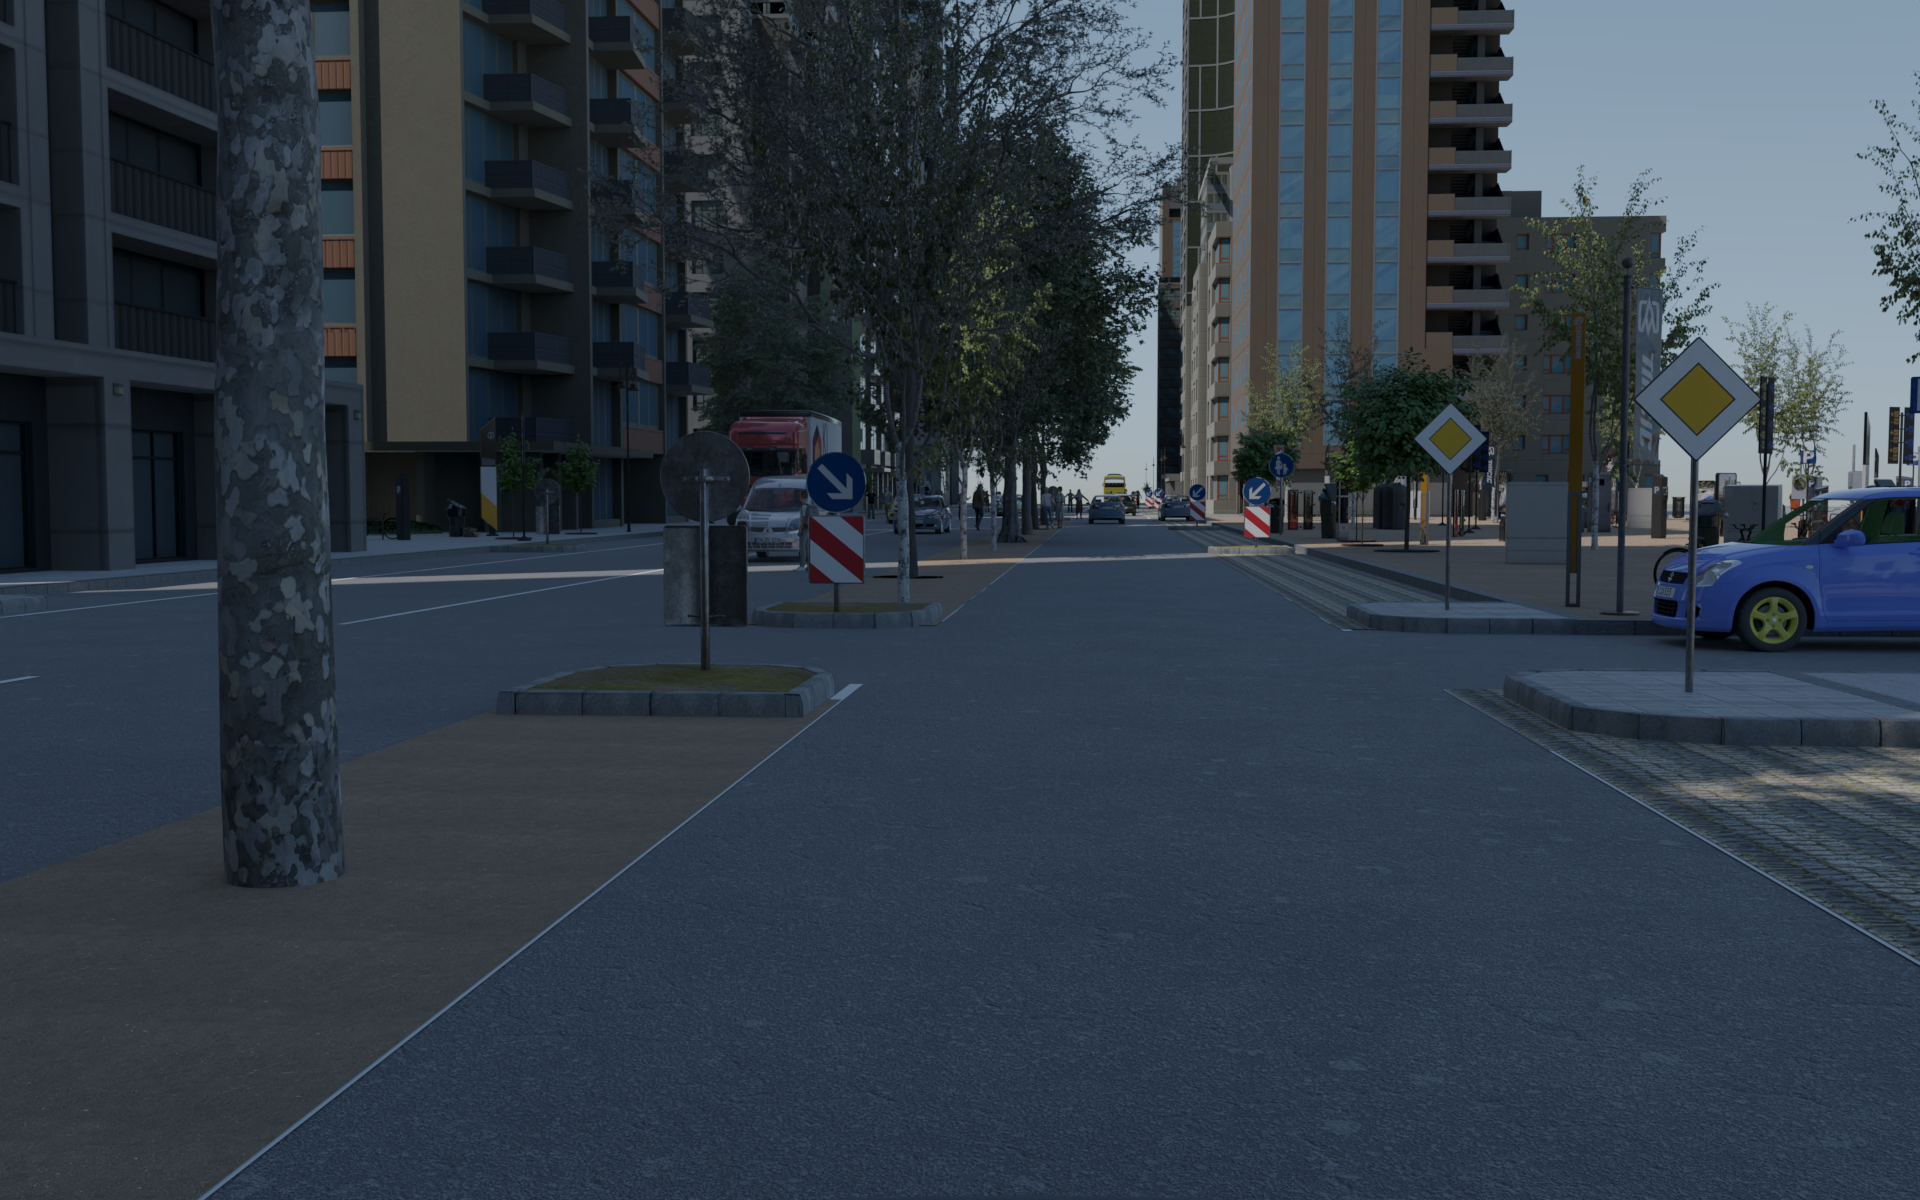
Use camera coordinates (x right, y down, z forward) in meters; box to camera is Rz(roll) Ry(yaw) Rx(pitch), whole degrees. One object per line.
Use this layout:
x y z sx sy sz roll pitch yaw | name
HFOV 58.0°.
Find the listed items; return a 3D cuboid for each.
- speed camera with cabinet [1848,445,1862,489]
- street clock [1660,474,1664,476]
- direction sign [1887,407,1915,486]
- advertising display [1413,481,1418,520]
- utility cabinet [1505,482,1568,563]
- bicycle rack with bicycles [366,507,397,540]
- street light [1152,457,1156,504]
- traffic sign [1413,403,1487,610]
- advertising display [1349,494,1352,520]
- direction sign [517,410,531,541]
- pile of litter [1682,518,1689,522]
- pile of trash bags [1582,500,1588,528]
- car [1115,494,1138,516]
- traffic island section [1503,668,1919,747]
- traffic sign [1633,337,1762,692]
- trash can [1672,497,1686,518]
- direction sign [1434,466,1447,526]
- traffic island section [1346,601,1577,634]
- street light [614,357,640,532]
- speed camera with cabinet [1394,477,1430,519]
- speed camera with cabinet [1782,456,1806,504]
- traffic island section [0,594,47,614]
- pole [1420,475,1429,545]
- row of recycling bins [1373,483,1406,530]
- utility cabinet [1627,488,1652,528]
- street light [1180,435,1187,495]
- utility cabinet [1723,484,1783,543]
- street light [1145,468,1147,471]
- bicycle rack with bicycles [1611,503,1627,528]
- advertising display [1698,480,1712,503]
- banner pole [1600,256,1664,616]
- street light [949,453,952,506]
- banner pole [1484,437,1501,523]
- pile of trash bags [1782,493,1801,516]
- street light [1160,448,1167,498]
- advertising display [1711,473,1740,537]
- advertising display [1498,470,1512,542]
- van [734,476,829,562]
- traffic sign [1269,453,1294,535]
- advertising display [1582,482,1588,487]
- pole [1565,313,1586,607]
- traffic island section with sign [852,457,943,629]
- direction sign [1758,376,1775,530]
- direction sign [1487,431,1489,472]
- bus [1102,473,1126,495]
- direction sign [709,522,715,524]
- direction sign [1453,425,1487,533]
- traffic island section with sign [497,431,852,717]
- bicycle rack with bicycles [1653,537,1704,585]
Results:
35.811 -4.543 68.610 0.660 3.252 2.038 1 4 10 | speed camera with cabinet
25.368 -3.567 62.889 0.358 2.002 0.471 0 4 -3 | street clock
24.466 -3.246 45.075 0.876 3.537 0.379 -1 4 -21 | direction sign
22.692 -4.959 86.298 0.123 1.923 0.974 0 4 8 | advertising display
10.625 -1.411 31.754 1.173 1.500 0.318 1 4 12 | utility cabinet
-17.392 -2.126 48.144 2.925 0.926 2.852 1 4 14 | bicycle rack with bicycles
24.070 -14.844 215.484 0.468 5.910 1.993 0 4 5 | street light
5.393 -0.946 19.117 0.795 2.450 0.064 0 4 5 | traffic sign
19.522 -5.002 87.003 0.123 1.923 0.974 3 4 39 | advertising display
-11.944 -3.387 47.369 0.379 3.537 0.876 -1 4 -9 | direction sign
33.869 -3.971 78.885 1.719 0.858 1.176 3 5 41 | pile of litter
22.084 -3.420 65.666 3.447 1.369 1.912 -1 4 -11 | pile of trash bags
10.766 -6.399 114.410 2.009 1.686 4.222 0 4 5 | car
4.745 0.676 11.235 2.009 0.180 2.903 0 4 5 | traffic island section
4.721 -0.460 11.160 0.795 2.450 0.064 0 4 5 | traffic sign
38.137 -4.910 91.934 0.748 1.137 0.748 0 3 0 | trash can
19.672 -4.802 70.517 0.876 3.537 0.379 0 4 4 | direction sign
5.417 0.189 19.192 2.009 0.180 2.903 0 4 5 | traffic island section
-11.204 -5.238 58.426 0.468 5.910 1.993 0 4 5 | street light
23.382 -5.826 89.586 0.660 3.252 2.038 -2 4 -30 | speed camera with cabinet
38.044 -5.240 80.006 2.038 3.252 0.660 2 4 29 | speed camera with cabinet
-12.411 0.097 20.697 2.009 0.180 2.903 0 4 5 | traffic island section
11.762 -3.055 43.789 0.158 3.312 0.155 0 3 0 | pole
15.805 -3.467 63.793 1.069 1.692 3.534 0 4 6 | row of recycling bins
25.261 -3.377 63.894 1.173 1.500 0.318 1 4 9 | utility cabinet
17.037 -9.762 132.390 0.468 5.910 1.993 0 4 5 | street light
18.285 -1.913 39.959 1.173 1.500 0.318 3 5 42 | utility cabinet
27.141 -17.113 252.580 0.468 5.910 1.993 0 4 5 | street light
26.049 -3.301 67.353 2.925 0.926 2.852 -1 4 -10 | bicycle rack with bicycles
34.927 -4.656 81.340 0.974 1.923 0.123 2 4 33 | advertising display
7.220 -1.740 18.465 0.863 3.779 0.401 -2 4 -34 | banner pole
-0.910 -12.704 180.500 0.468 5.910 1.993 0 4 5 | street light
23.580 -5.297 76.620 0.863 3.779 0.401 0 4 5 | banner pole
42.453 -4.939 90.505 3.447 1.369 1.912 -1 4 -16 | pile of trash bags
20.756 -12.576 178.408 0.468 5.910 1.993 0 4 5 | street light
23.044 -2.870 52.139 0.974 1.923 0.123 -2 4 -35 | advertising display
14.679 -2.536 46.685 0.123 1.923 0.974 0 4 4 | advertising display
-3.882 -1.895 37.998 2.013 2.044 4.112 0 4 3 | van
10.061 -3.312 54.263 0.768 2.556 0.104 0 4 7 | traffic sign
32.074 -5.139 89.240 0.123 1.923 0.974 3 5 41 | advertising display
6.974 -1.576 19.614 0.158 3.312 0.155 0 3 0 | pole
-1.283 -0.690 19.416 2.006 1.907 1.989 0 4 5 | traffic island section with sign
15.595 -2.542 33.552 0.379 3.537 0.876 3 5 40 | direction sign
18.736 -4.331 62.809 0.876 3.537 0.379 3 5 40 | direction sign
18.443 -13.181 207.053 2.896 3.916 12.252 0 4 5 | bus
-10.807 -5.073 74.945 0.379 3.537 0.876 2 4 29 | direction sign
16.727 -3.964 56.813 0.379 3.537 0.876 -2 4 -27 | direction sign
-1.916 -0.238 12.035 2.006 1.907 1.989 0 4 5 | traffic island section with sign
9.872 -0.450 20.737 2.925 0.926 2.852 1 4 16 | bicycle rack with bicycles
